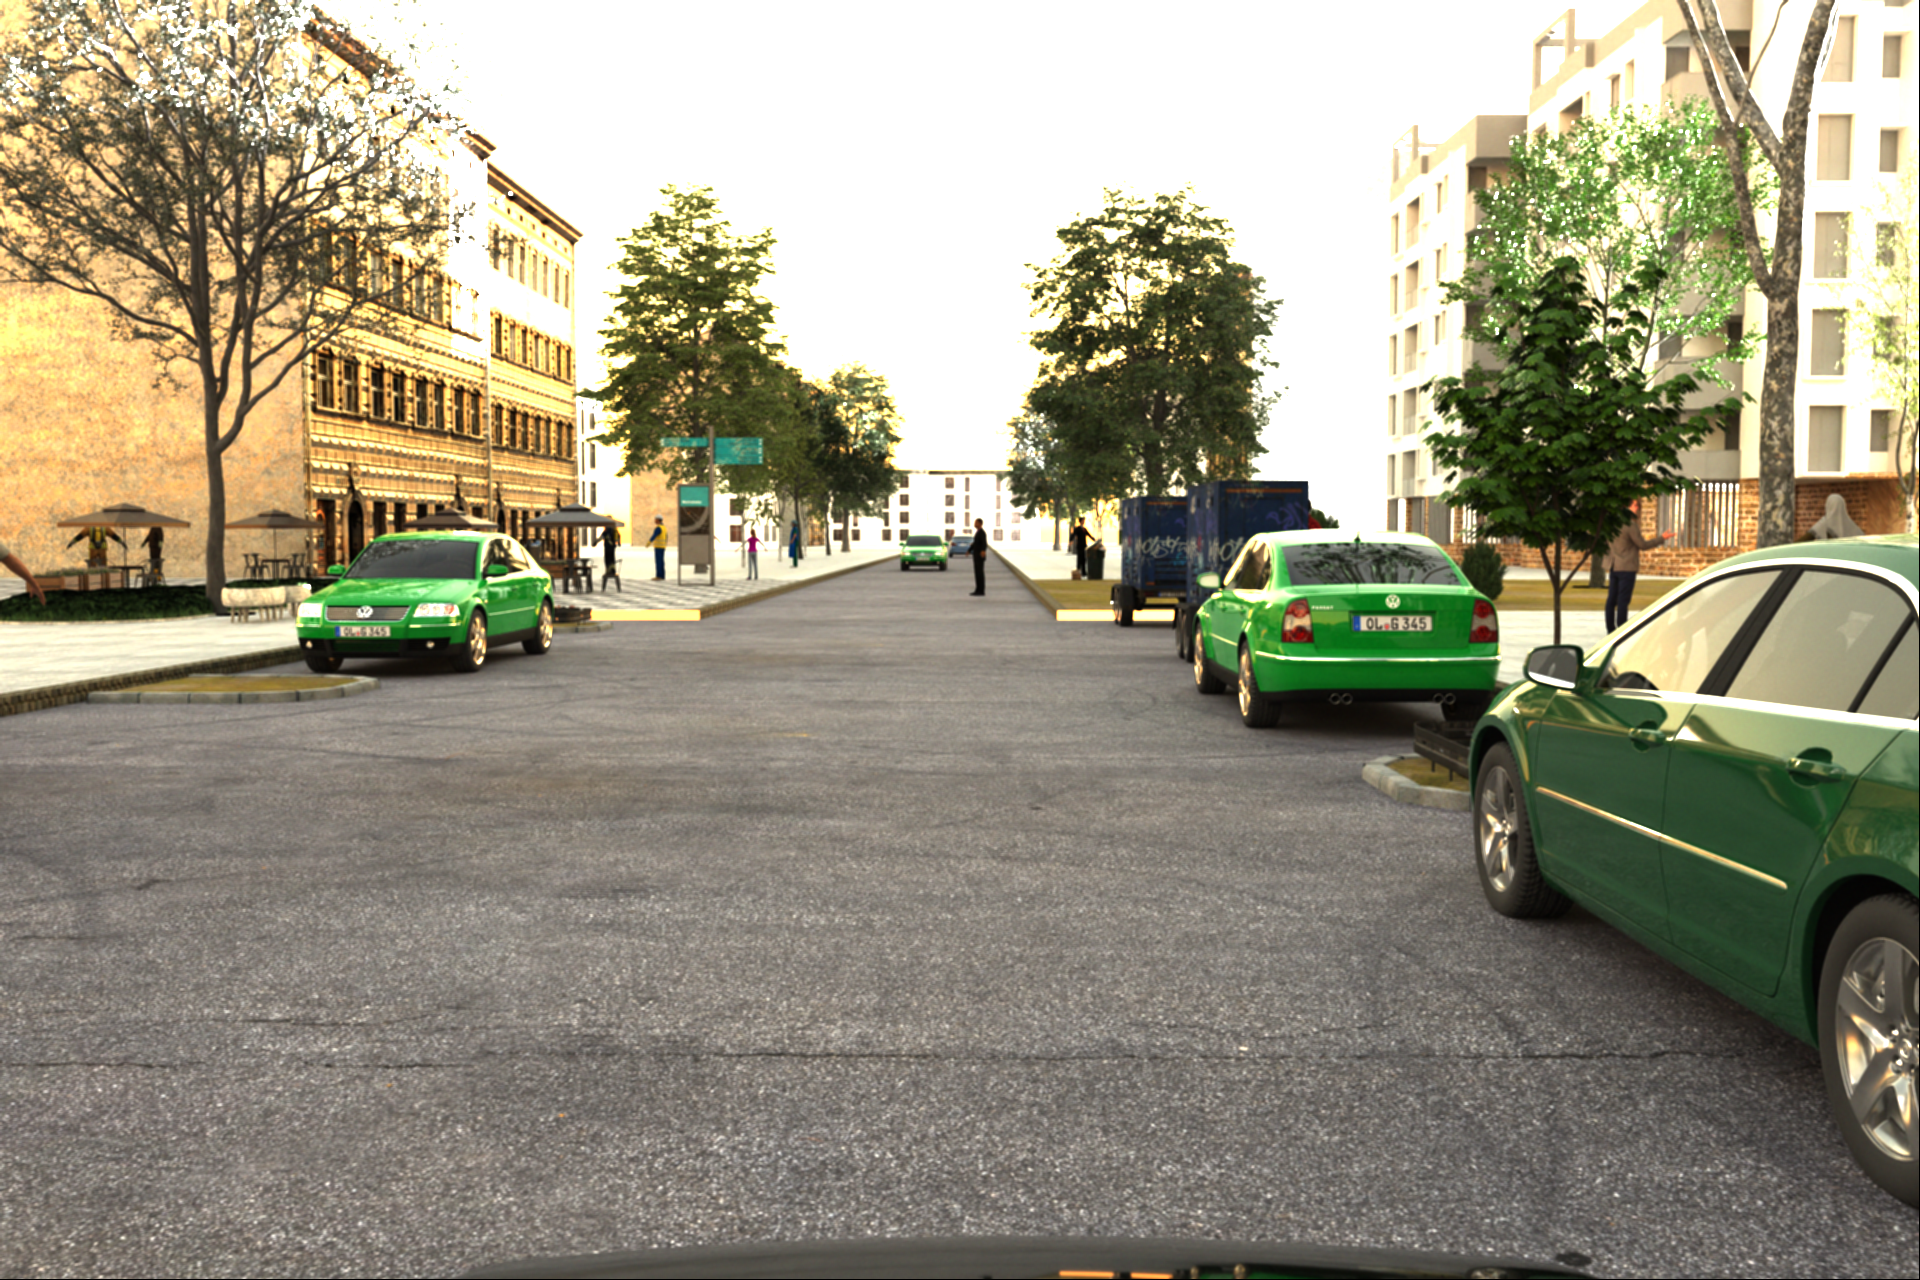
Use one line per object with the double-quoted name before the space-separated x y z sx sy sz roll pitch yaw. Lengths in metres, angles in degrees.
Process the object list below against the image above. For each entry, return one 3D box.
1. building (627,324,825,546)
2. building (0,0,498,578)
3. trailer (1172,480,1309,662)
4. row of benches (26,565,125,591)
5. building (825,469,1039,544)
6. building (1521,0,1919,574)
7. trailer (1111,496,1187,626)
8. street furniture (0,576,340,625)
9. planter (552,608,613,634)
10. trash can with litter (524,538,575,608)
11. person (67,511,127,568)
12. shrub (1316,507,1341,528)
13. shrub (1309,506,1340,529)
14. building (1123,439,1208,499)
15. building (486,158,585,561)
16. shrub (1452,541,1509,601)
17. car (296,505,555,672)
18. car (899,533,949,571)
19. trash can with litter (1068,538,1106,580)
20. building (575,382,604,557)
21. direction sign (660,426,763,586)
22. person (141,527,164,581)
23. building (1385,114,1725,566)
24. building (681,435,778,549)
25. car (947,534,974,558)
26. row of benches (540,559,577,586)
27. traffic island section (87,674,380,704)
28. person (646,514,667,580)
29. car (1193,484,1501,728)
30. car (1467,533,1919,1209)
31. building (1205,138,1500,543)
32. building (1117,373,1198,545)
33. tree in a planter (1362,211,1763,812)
"building" -24.817 -21.855 188.263 19.493 23.208 18.063 0 4 1
"building" -27.923 -13.939 58.834 19.493 23.208 18.063 0 4 1
"trailer" 3.231 -0.813 20.342 1.471 1.999 3.904 0 4 0
"row of benches" -16.389 -1.027 32.252 1.422 0.672 4.104 -1 4 -12
"building" -3.935 -17.063 223.587 28.070 9.664 9.099 0 4 6
"building" 26.403 -12.687 63.856 16.016 20.090 11.380 0 4 0
"trailer" 3.158 -1.274 27.877 1.471 1.999 3.904 0 4 -1
"street furniture" -11.625 -0.837 29.313 5.734 0.657 10.072 1 4 10
"planter" -6.284 -0.290 25.880 1.991 0.319 1.994 0 4 1
"trash can with litter" -6.990 -1.108 29.172 1.678 1.210 2.233 0 4 1
"person" -21.367 -2.272 42.908 1.354 1.858 0.705 -2 4 -30
"shrub" 9.975 -2.667 48.020 1.690 2.028 1.600 0 3 0
"shrub" 7.913 -2.150 39.571 1.690 2.028 1.600 0 3 0
"building" 21.275 -13.751 166.983 9.099 9.664 28.070 0 4 0
"building" -28.662 -15.130 78.308 19.493 23.208 18.063 0 4 0
"shrub" 9.609 -1.277 31.995 1.383 1.207 1.383 0 3 0
"car" -5.845 -0.645 19.349 1.959 1.807 4.718 0 4 1
"car" -1.420 -3.677 68.910 1.959 1.807 4.718 0 4 1
"trash can with litter" 3.558 -2.275 48.590 1.055 1.170 0.624 0 4 -1
"building" -25.514 -9.803 102.426 9.099 9.664 28.070 0 4 1
"direction sign" -6.121 -3.340 43.370 2.525 3.948 1.411 0 4 1
"person" -21.741 -2.482 46.723 0.704 1.812 1.346 -3 5 -45
"building" 25.509 -13.754 81.299 16.016 20.090 11.380 0 4 1
"building" -21.201 -13.317 159.873 9.099 9.664 28.070 0 3 0
"car" 0.178 -5.796 106.766 2.014 1.417 4.499 0 3 0
"row of benches" -11.303 -1.646 42.371 4.104 0.672 1.422 -1 4 -17
"traffic island section" -6.388 0.443 15.627 1.991 0.108 1.994 0 4 1
"person" -8.405 -2.587 48.273 0.705 1.833 1.349 1 4 12
"car" 2.999 -0.329 14.167 1.959 1.807 4.718 0 4 0
"car" 2.916 0.410 5.089 2.131 1.459 4.920 0 4 0
"building" 25.553 -16.804 105.667 19.493 23.208 18.063 0 4 0
"building" 27.702 -20.208 196.856 16.747 18.905 31.486 0 4 0
"tree in a planter" 3.343 -0.760 9.648 1.991 3.239 1.994 0 4 0
